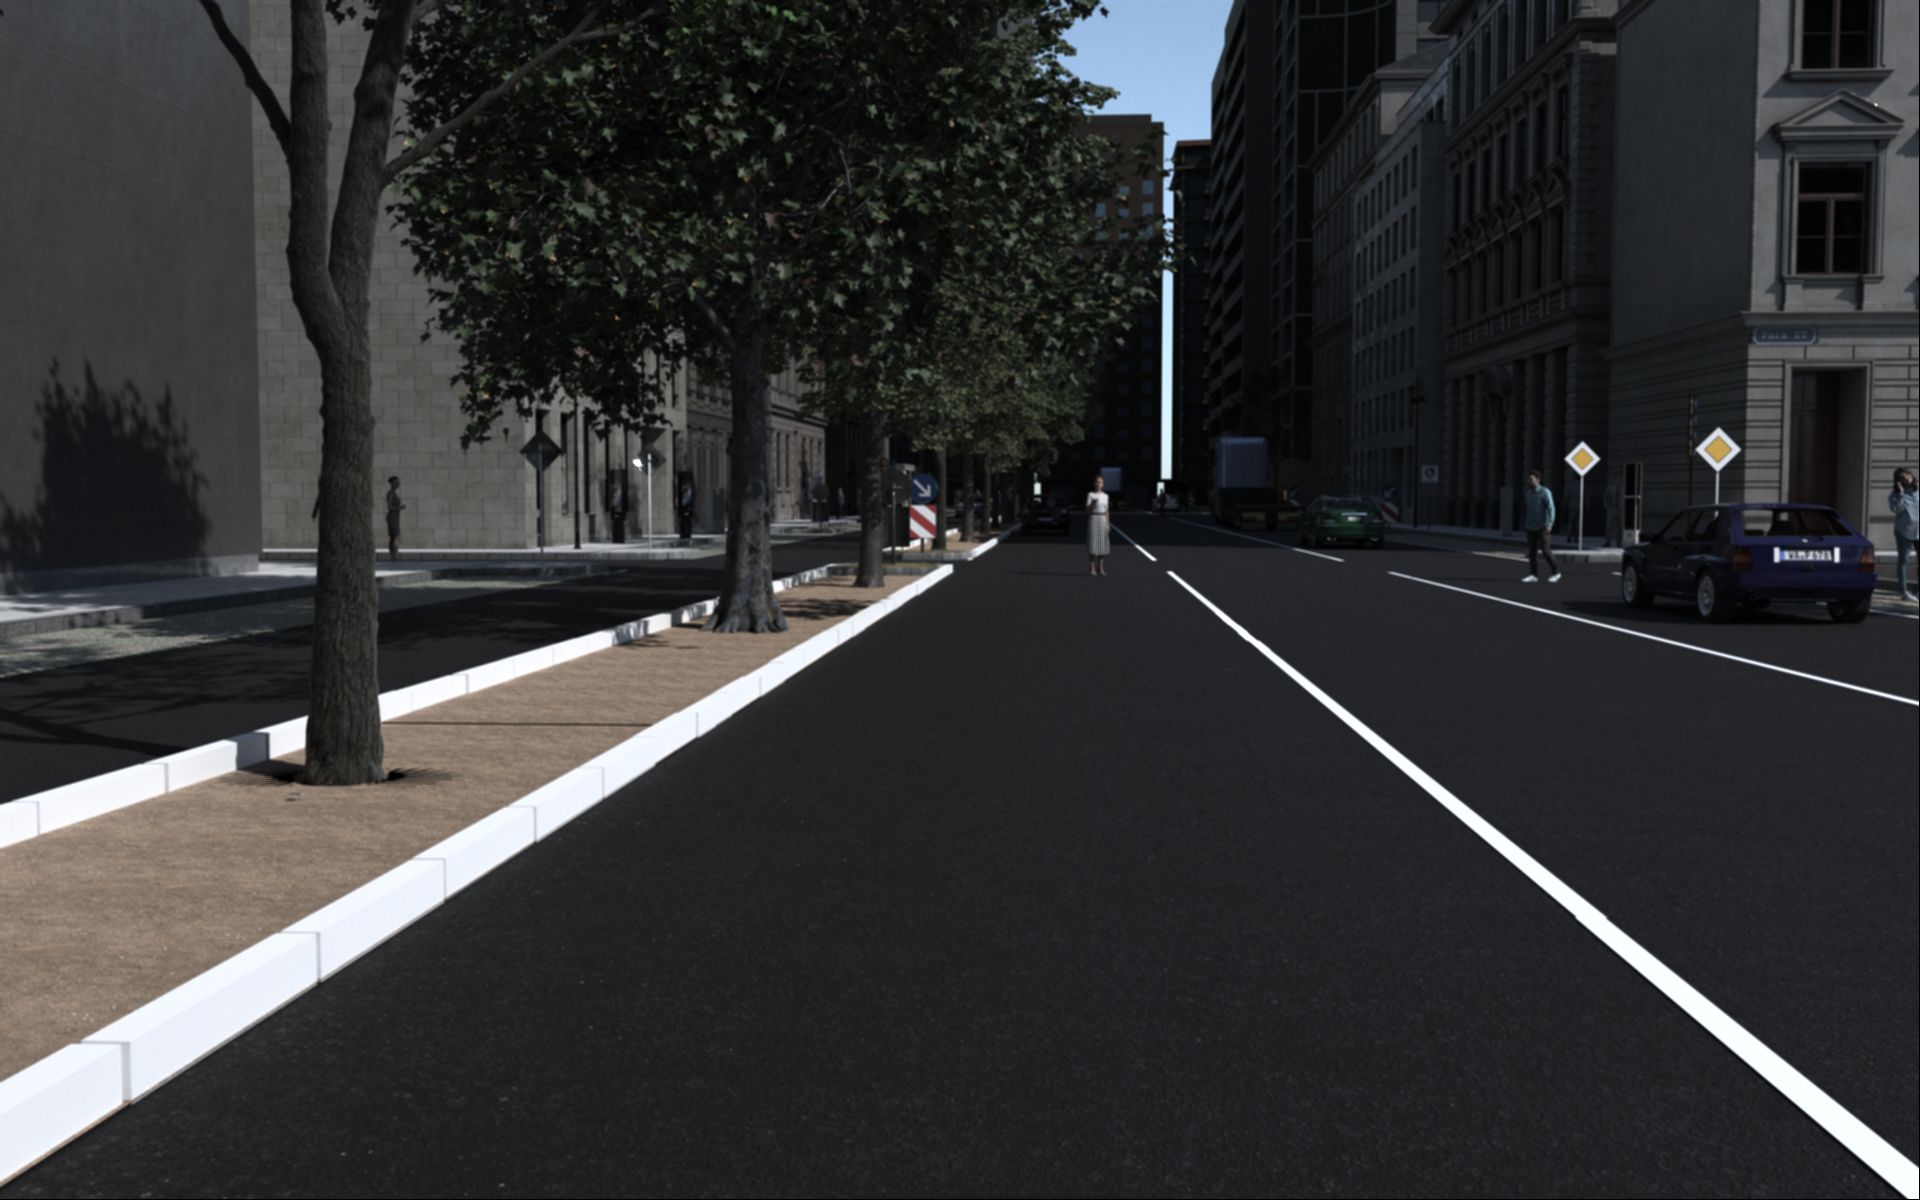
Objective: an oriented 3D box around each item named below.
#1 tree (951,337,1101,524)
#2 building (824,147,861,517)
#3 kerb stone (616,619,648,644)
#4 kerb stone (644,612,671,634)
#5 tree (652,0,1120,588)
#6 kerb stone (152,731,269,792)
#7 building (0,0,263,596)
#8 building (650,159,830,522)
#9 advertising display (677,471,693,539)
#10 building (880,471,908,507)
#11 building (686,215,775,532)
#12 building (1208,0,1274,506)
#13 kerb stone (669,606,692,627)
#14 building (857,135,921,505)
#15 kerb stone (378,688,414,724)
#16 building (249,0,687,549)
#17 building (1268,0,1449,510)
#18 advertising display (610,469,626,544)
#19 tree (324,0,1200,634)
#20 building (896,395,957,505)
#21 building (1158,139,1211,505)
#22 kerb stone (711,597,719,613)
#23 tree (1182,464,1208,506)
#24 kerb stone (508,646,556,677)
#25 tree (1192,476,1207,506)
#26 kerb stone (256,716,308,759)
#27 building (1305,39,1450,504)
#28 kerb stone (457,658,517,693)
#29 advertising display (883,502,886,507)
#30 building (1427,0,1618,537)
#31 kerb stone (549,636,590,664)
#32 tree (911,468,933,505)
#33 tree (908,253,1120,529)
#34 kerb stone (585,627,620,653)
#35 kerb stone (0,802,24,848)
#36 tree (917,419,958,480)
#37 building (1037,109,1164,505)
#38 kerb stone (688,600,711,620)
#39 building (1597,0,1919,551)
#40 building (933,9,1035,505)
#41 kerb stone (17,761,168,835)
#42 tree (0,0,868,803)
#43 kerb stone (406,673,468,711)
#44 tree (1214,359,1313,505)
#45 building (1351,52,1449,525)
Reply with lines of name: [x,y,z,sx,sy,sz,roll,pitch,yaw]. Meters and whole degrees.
tree: [2.313,-10.677,83.680,9.857,13.997,8.962,0,3,0]
building: [-11.970,-16.802,104.387,12.332,23.373,15.834,0,4,4]
kerb stone: [-3.262,0.321,16.939,0.120,0.150,1.000,0,4,4]
kerb stone: [-3.194,0.259,17.959,0.120,0.150,1.000,0,4,4]
tree: [-1.448,-6.480,26.528,7.486,12.596,7.792,0,3,0]
kerb stone: [-3.802,0.822,8.763,0.120,0.150,1.000,0,4,4]
building: [-26.818,-12.507,23.565,30.058,24.678,14.314,0,4,4]
building: [-13.094,-15.245,85.411,11.583,22.565,21.152,0,4,4]
advertising display: [-7.844,-2.705,49.440,0.123,1.923,0.974,1,4,9]
building: [-20.544,-26.611,126.966,32.217,40.220,23.993,0,4,4]
building: [-13.307,-13.248,65.758,9.793,20.994,18.267,0,4,4]
building: [36.783,-33.708,174.828,21.300,48.544,21.600,0,4,4]
kerb stone: [-3.129,0.201,18.979,0.120,0.150,1.000,0,4,4]
building: [-13.946,-43.403,147.896,20.563,71.187,20.611,0,4,4]
kerb stone: [-3.671,0.697,10.806,0.120,0.150,1.000,0,4,4]
building: [-14.684,-11.838,48.301,10.420,20.320,16.860,0,4,4]
building: [32.939,-42.370,130.997,20.563,71.187,20.611,0,4,4]
advertising display: [-8.889,-2.435,45.027,0.123,1.923,0.974,-2,4,-28]
tree: [-2.212,-6.022,17.923,9.611,12.733,9.660,0,3,0]
building: [-15.468,-32.059,178.792,28.867,44.769,22.147,0,4,4]
building: [38.166,-33.795,207.174,28.867,44.769,22.147,0,4,4]
kerb stone: [-3.000,0.079,21.019,0.120,0.150,1.000,0,4,4]
tree: [26.111,-12.609,189.862,4.285,4.588,4.351,0,3,0]
kerb stone: [-3.467,0.509,13.876,0.120,0.150,1.000,0,4,4]
tree: [25.162,-11.389,180.806,1.663,3.219,1.824,0,3,0]
kerb stone: [-3.731,0.759,9.782,0.120,0.150,1.000,0,4,4]
building: [27.649,-18.495,99.650,12.463,27.353,25.104,0,4,4]
kerb stone: [-3.528,0.572,12.853,0.120,0.150,1.000,0,4,4]
advertising display: [-5.050,-6.403,109.910,0.123,1.923,0.974,3,5,39]
building: [23.774,-14.155,60.314,11.050,23.489,19.941,0,4,4]
kerb stone: [-3.402,0.446,14.896,0.120,0.150,1.000,0,4,4]
tree: [-2.505,-8.909,140.269,1.663,3.219,1.824,0,3,0]
tree: [1.489,-9.699,71.400,12.009,13.543,11.850,0,3,0]
kerb stone: [-3.340,0.389,15.916,0.120,0.150,1.000,0,4,4]
kerb stone: [-3.930,0.947,6.709,0.120,0.150,1.000,0,4,4]
tree: [-1.836,-13.010,163.082,4.360,8.622,3.978,0,3,0]
building: [16.409,-33.905,204.460,14.200,45.320,14.600,0,4,4]
kerb stone: [-3.065,0.134,19.999,0.120,0.150,1.000,0,4,4]
building: [27.776,-12.636,42.761,21.152,22.565,11.583,0,4,4]
building: [-5.081,-40.756,208.354,28.212,58.520,21.231,0,4,4]
kerb stone: [-3.869,0.885,7.731,0.120,0.150,1.000,0,4,4]
tree: [-2.965,-4.888,8.132,9.928,11.665,9.643,0,3,0]
kerb stone: [-3.612,0.640,11.833,0.120,0.150,1.000,0,4,4]
tree: [21.853,-11.288,118.978,8.767,10.594,7.601,0,4,1]
building: [24.548,-13.720,79.079,10.420,20.320,16.860,0,4,4]
